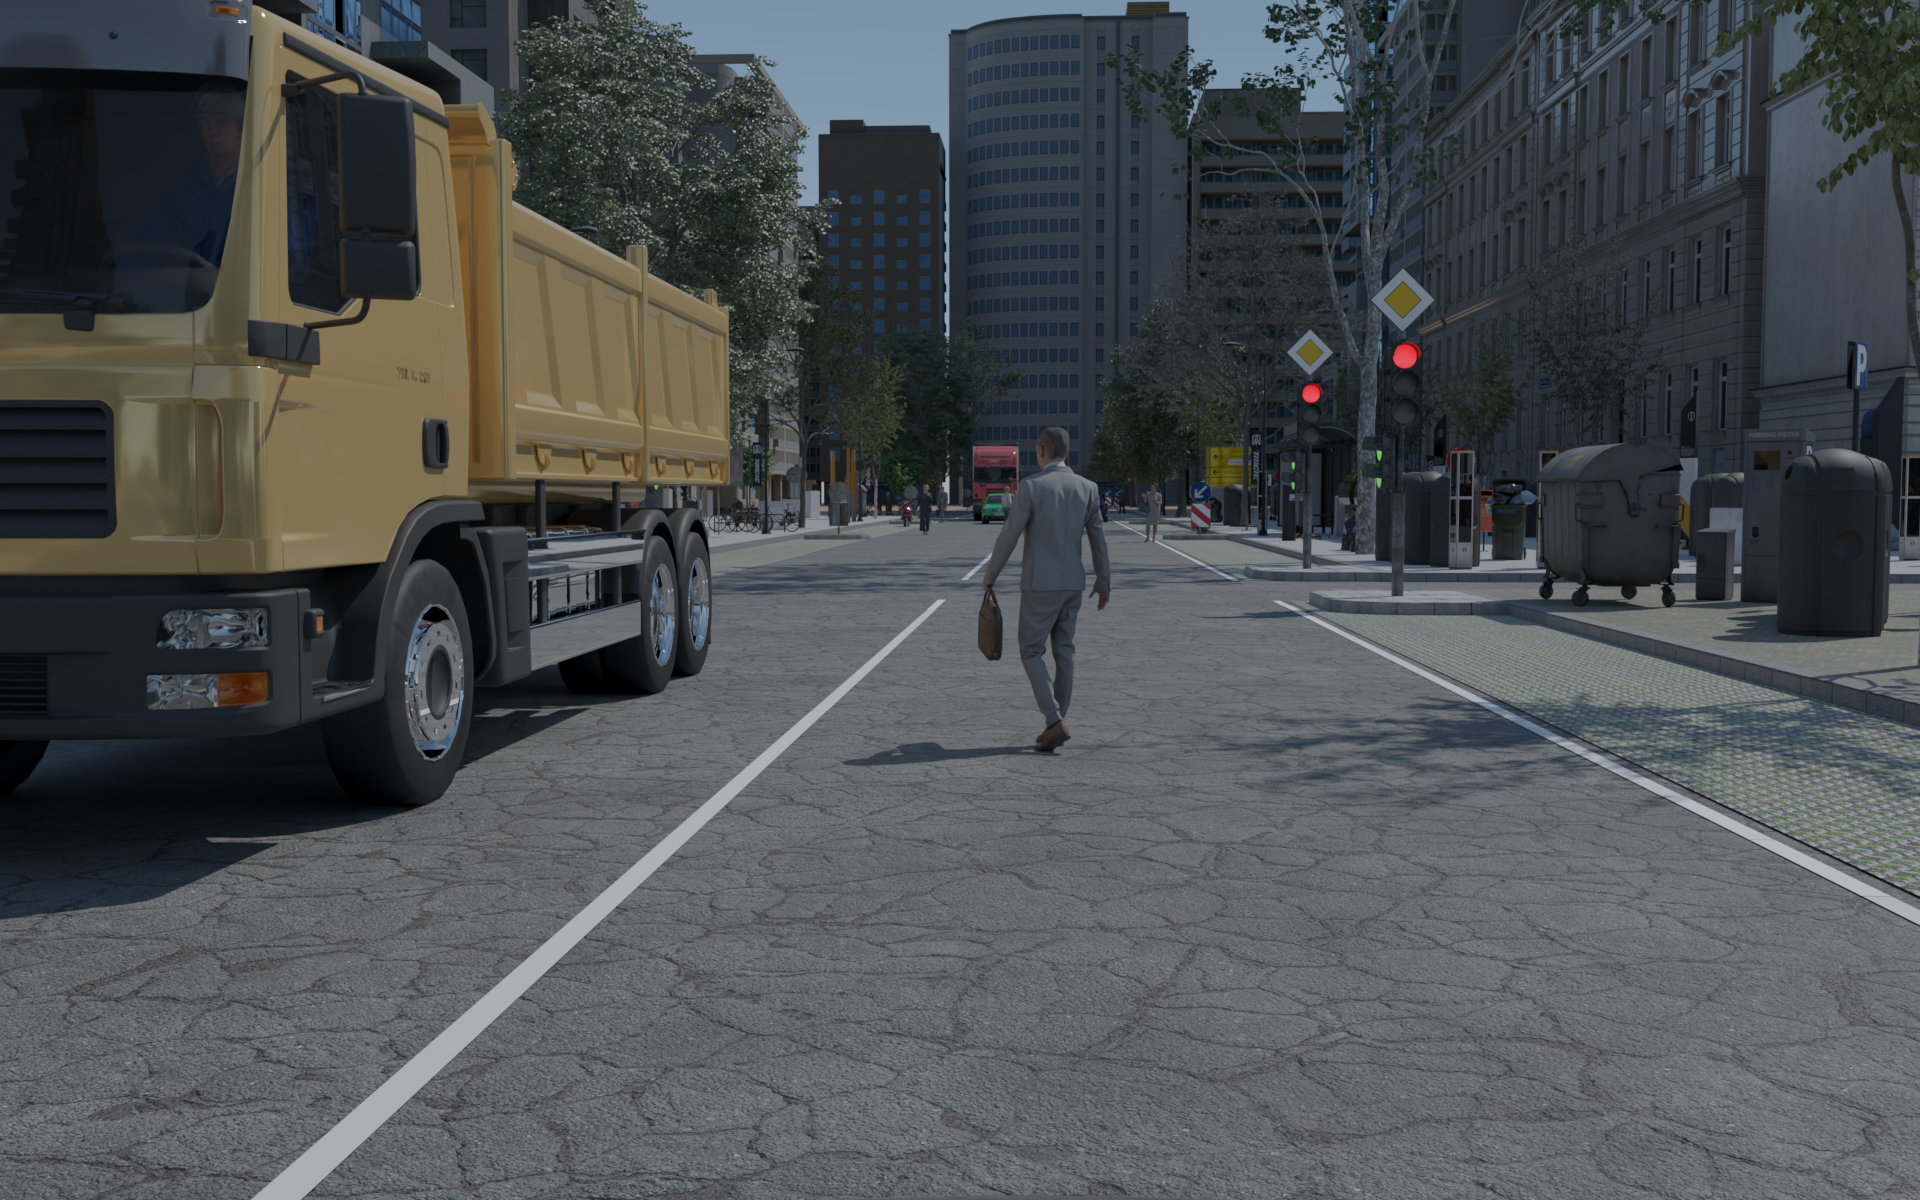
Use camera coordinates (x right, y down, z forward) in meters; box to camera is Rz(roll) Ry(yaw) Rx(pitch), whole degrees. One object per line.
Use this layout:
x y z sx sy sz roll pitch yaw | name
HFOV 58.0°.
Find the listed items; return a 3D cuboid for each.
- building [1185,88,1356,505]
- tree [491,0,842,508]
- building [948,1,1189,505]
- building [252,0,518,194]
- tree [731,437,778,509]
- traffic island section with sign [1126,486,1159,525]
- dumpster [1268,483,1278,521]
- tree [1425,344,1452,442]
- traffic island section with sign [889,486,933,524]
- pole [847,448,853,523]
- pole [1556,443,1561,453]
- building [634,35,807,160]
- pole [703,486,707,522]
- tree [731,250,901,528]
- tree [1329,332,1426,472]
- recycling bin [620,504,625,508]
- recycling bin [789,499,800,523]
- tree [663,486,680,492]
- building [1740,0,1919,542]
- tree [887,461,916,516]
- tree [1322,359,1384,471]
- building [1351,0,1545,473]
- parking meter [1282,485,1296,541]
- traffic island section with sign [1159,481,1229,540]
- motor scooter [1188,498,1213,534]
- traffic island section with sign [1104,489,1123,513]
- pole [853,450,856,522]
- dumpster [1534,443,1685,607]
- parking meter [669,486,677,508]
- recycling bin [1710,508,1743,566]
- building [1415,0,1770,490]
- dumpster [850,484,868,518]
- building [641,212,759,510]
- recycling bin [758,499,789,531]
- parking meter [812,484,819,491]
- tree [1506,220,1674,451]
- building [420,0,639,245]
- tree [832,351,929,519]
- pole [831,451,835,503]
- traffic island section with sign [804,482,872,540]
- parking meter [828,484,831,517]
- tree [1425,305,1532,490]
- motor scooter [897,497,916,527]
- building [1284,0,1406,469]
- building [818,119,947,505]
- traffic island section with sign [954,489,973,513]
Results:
37.927 -35.882 210.373 21.600 48.544 21.300 0 4 3 | building
-7.872 -8.392 43.869 9.857 13.997 8.962 0 3 0 | tree
12.911 -40.986 212.126 28.212 58.520 21.231 0 4 3 | building
-29.206 -45.609 58.378 22.319 86.520 31.000 0 4 3 | building
-12.190 -7.101 99.820 4.285 4.588 4.351 0 3 0 | tree
8.985 -4.468 81.678 1.989 1.847 2.006 0 4 3 | traffic island section with sign
15.665 -4.776 83.839 1.264 1.857 1.865 0 4 3 | dumpster
21.166 -8.055 82.058 4.360 8.622 3.978 0 3 0 | tree
-2.284 -4.494 82.104 1.989 1.847 2.006 0 4 3 | traffic island section with sign
-4.932 -5.061 76.597 0.158 3.312 0.155 0 3 0 | pole
24.089 -4.647 69.823 0.158 3.312 0.155 0 3 0 | pole
-26.694 -28.187 152.737 23.993 40.220 32.217 0 4 3 | building
-11.924 -5.326 80.916 0.158 3.312 0.155 0 3 0 | pole
-5.693 -8.020 65.539 7.601 10.594 8.767 -2 4 -28 | tree
18.422 -7.736 76.846 4.360 8.622 3.978 0 3 0 | tree
-8.783 -1.854 42.871 0.722 1.027 0.722 3 4 38 | recycling bin
-7.434 -3.994 77.857 0.722 1.027 0.722 0 4 8 | recycling bin
-15.132 -6.313 86.931 4.285 4.588 4.351 0 3 0 | tree
32.875 -11.154 46.995 19.286 19.102 10.561 0 4 3 | building
-3.576 -6.498 100.842 1.663 3.219 1.824 0 3 0 | tree
21.321 -8.751 93.446 4.737 8.622 4.395 0 3 0 | tree
43.393 -26.197 120.204 32.217 40.220 23.993 0 4 3 | building
9.025 -2.391 47.496 0.372 1.533 0.369 0 3 0 | parking meter
7.415 -2.813 54.612 1.989 1.847 2.006 0 4 3 | traffic island section with sign
7.912 -2.699 56.902 0.815 1.314 1.986 0 4 2 | motor scooter
11.852 -7.514 131.483 1.989 1.847 2.006 0 4 3 | traffic island section with sign
-4.888 -5.250 79.678 0.158 3.312 0.155 0 3 0 | pole
7.625 -0.893 20.365 1.264 1.857 1.865 0 4 3 | dumpster
-16.755 -5.841 101.208 0.399 1.863 0.255 1 4 22 | parking meter
13.954 -1.136 31.132 0.722 1.027 0.722 3 5 43 | recycling bin
32.464 -17.938 90.557 12.463 27.353 25.104 0 4 3 | building
-5.768 -5.447 94.825 1.264 1.857 1.865 0 4 3 | dumpster
-30.422 -16.917 121.626 27.650 21.520 28.899 0 4 3 | building
-6.661 -2.983 61.328 0.722 1.027 0.722 -3 5 -41 | recycling bin
-8.046 -5.553 96.496 0.399 1.863 0.255 -1 4 -9 | parking meter
17.085 -5.937 47.432 4.360 8.622 3.978 0 3 0 | tree
-25.333 -19.493 90.413 14.160 30.474 14.107 0 4 3 | building
-4.462 -8.515 89.589 4.737 8.622 4.395 0 3 0 | tree
-6.051 -5.420 82.460 0.158 3.312 0.155 0 3 0 | pole
-3.844 -2.838 55.034 1.989 1.847 2.006 0 4 3 | traffic island section with sign
-7.088 -5.481 95.317 0.255 1.863 0.399 1 4 17 | parking meter
20.543 -7.197 68.038 4.737 8.622 4.395 0 3 0 | tree
-2.337 -3.866 75.980 0.815 1.314 1.986 0 4 2 | motor scooter
41.093 -51.011 146.701 22.319 86.520 31.000 0 4 3 | building
-9.088 -34.257 210.217 14.200 45.320 14.600 0 4 3 | building
0.605 -7.552 132.101 1.989 1.847 2.006 0 4 3 | traffic island section with sign
